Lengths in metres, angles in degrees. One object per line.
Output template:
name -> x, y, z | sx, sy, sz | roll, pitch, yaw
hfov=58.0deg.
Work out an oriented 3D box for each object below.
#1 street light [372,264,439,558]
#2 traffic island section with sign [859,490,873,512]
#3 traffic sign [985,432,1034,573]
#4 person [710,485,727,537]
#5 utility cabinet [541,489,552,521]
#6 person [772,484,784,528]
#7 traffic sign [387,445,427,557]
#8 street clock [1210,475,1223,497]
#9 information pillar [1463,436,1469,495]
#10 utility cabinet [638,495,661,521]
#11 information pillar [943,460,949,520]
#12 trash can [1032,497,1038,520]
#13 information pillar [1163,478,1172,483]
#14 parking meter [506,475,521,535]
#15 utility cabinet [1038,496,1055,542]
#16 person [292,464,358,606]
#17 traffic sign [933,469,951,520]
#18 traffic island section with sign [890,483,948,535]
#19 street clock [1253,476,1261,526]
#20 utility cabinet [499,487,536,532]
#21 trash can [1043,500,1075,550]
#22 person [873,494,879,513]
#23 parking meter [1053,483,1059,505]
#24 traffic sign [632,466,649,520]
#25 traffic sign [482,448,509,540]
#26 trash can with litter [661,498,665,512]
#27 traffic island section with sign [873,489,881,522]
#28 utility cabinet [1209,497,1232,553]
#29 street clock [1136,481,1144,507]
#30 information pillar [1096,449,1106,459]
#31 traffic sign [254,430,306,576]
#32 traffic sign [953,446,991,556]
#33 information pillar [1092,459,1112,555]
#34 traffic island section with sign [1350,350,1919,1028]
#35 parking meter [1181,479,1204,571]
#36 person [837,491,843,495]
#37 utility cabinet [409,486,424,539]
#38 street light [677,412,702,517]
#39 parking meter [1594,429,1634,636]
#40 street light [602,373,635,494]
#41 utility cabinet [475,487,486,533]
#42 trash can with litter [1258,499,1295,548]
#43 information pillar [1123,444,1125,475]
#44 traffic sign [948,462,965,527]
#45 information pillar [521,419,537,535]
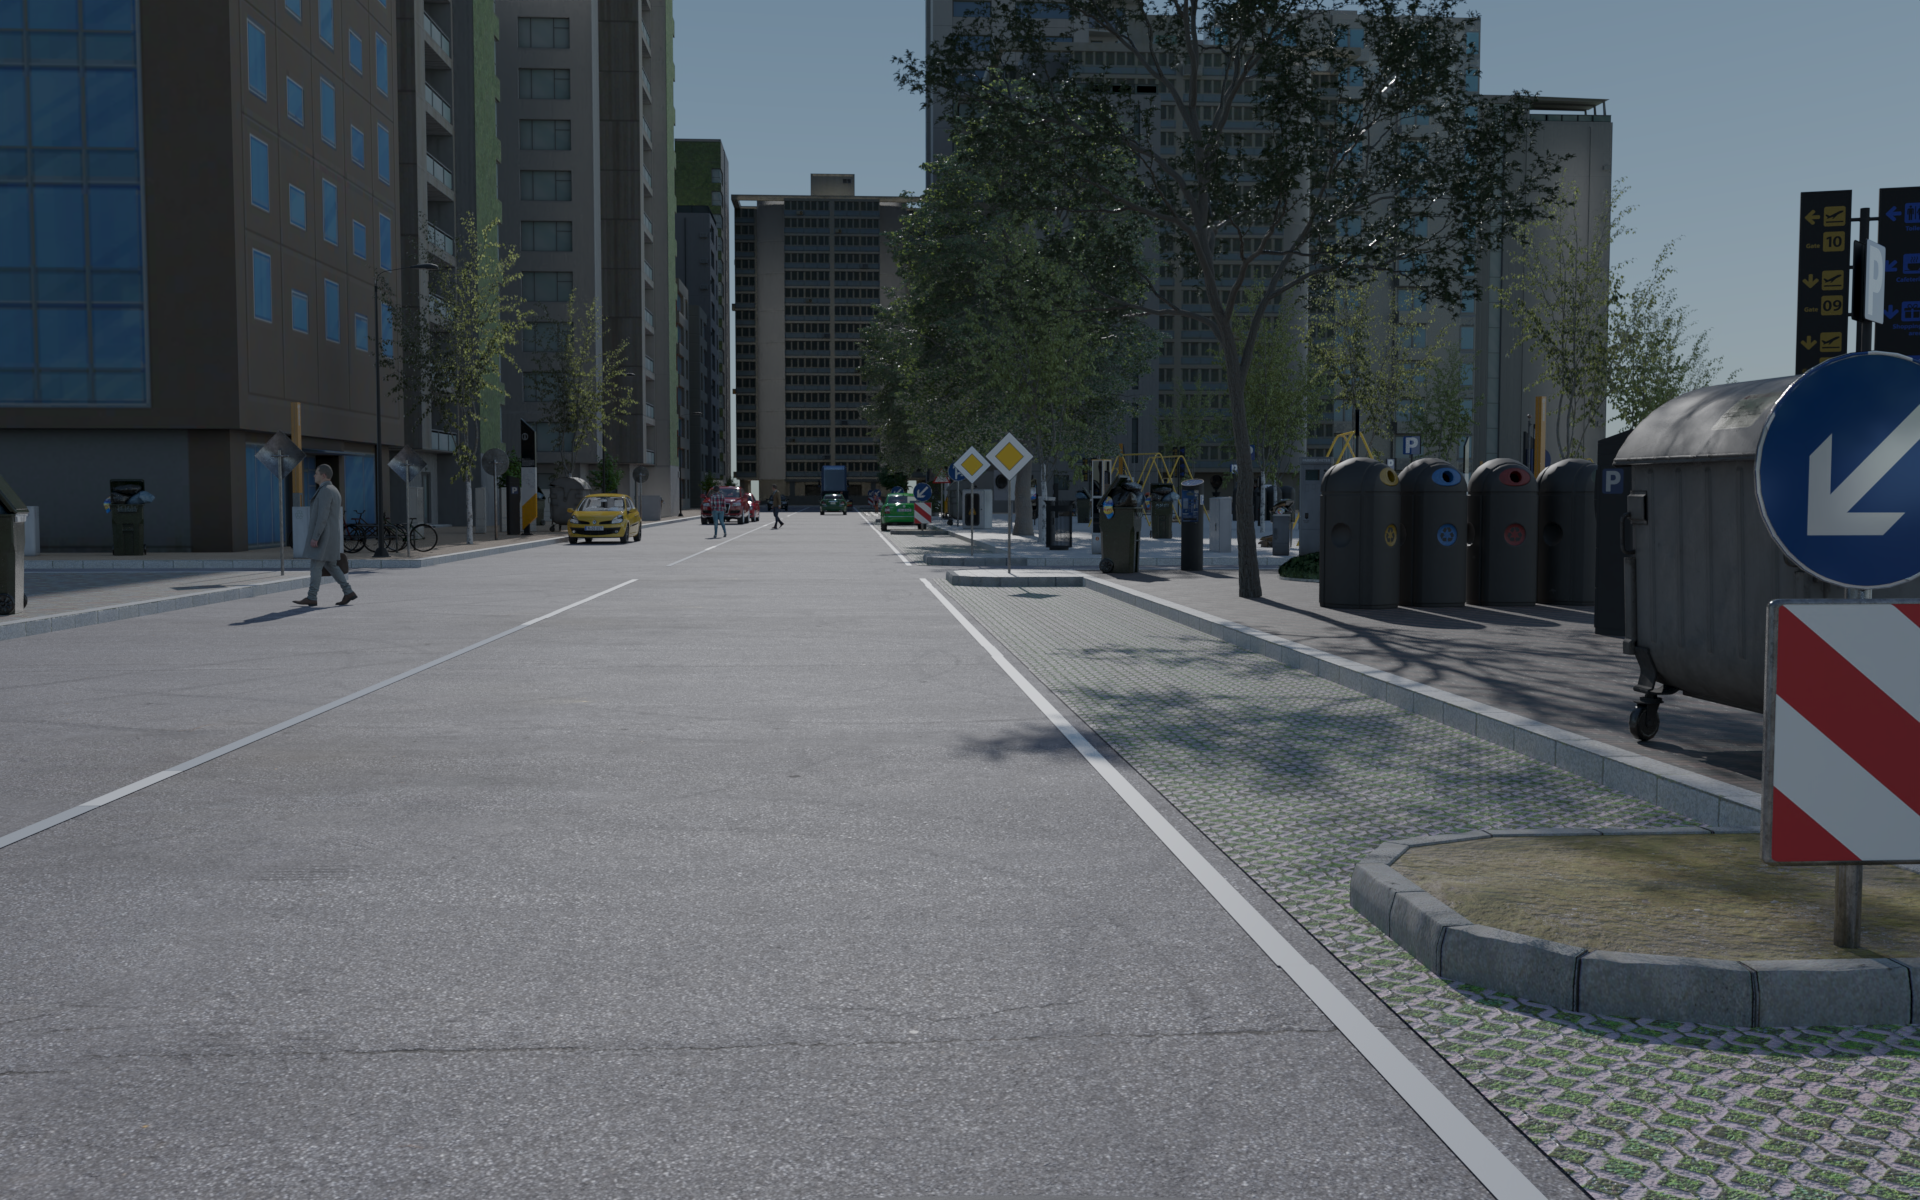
street light -> -11.207, -3.821, 35.019 | 1.470, 5.913, 1.316 | 0, 4, -4
traffic island section with sign -> -8.561, -9.540, 164.607 | 1.989, 1.847, 2.006 | 0, 4, -4
traffic sign -> 0.795, -1.490, 27.998 | 0.795, 2.450, 0.064 | 0, 4, -4
person -> -8.076, -2.964, 57.798 | 0.563, 1.720, 0.643 | -2, 4, -27
utility cabinet -> -19.346, -4.399, 80.604 | 1.173, 1.500, 0.318 | -1, 4, -16
person -> -7.705, -3.936, 72.768 | 0.656, 1.842, 0.836 | 2, 4, 34
traffic sign -> -11.221, -1.930, 35.200 | 0.795, 2.450, 0.064 | 0, 4, -4
street clock -> 9.653, -3.713, 65.280 | 0.471, 2.002, 0.358 | 0, 4, 7
information pillar -> 20.457, -4.813, 70.052 | 0.183, 3.616, 0.504 | 2, 4, 34
utility cabinet -> -14.975, -4.429, 83.574 | 1.020, 1.237, 0.306 | 0, 4, -3
information pillar -> -0.656, -5.814, 86.420 | 0.183, 3.616, 0.504 | -1, 4, -20
trash can -> 3.645, -4.634, 87.422 | 0.748, 1.137, 0.748 | 0, 3, 0
information pillar -> 9.540, -4.595, 79.616 | 0.304, 2.012, 0.304 | -3, 5, -43
parking meter -> -13.991, -2.970, 54.275 | 0.399, 1.863, 0.255 | -3, 4, -37
utility cabinet -> 2.330, -2.151, 46.323 | 0.306, 1.237, 1.020 | 1, 4, 13
person -> -8.176, -0.835, 22.252 | 0.767, 1.812, 0.694 | 0, 4, -6
traffic sign -> -0.899, -5.188, 84.829 | 0.884, 2.594, 0.081 | 0, 4, 1
traffic island section with sign -> -1.466, -3.216, 61.204 | 1.989, 1.847, 2.006 | 0, 4, -4
street clock -> 12.001, -3.951, 69.168 | 0.358, 2.002, 0.471 | 0, 4, -2
utility cabinet -> -14.950, -3.049, 58.537 | 1.173, 1.500, 0.318 | -2, 4, -30
trash can -> 2.268, -1.713, 39.655 | 0.748, 1.137, 0.748 | 0, 3, 0
person -> -6.279, -7.222, 129.808 | 0.421, 1.427, 0.697 | 1, 4, 12
parking meter -> 5.148, -5.353, 93.239 | 0.255, 1.863, 0.399 | -1, 4, -8
traffic sign -> -14.612, -4.843, 79.282 | 0.768, 2.556, 0.104 | 0, 4, -1
traffic sign -> -12.920, -2.939, 48.158 | 0.768, 2.556, 0.104 | 0, 4, 1
trash can with litter -> -15.021, -4.547, 85.732 | 0.624, 1.170, 1.055 | 0, 4, 2
traffic island section with sign -> -3.305, -4.860, 88.096 | 1.989, 1.847, 2.006 | 0, 4, -4
utility cabinet -> 5.770, -1.668, 38.430 | 0.306, 1.237, 1.020 | 0, 4, -4
street clock -> 9.821, -5.504, 94.563 | 0.358, 2.002, 0.471 | -2, 4, -31
information pillar -> 6.840, -5.674, 84.122 | 0.504, 3.616, 0.183 | -1, 4, -12
traffic sign -> -10.674, -1.443, 27.233 | 0.795, 2.450, 0.064 | 0, 4, -4
traffic sign -> 0.247, -1.977, 35.964 | 0.795, 2.450, 0.064 | 0, 4, -4
information pillar -> 3.007, -1.977, 36.822 | 0.304, 2.012, 0.304 | 3, 5, 40
traffic island section with sign -> 2.369, 0.186, 5.580 | 1.989, 1.847, 2.006 | 0, 4, -4
parking meter -> 3.901, -1.265, 29.089 | 0.372, 1.533, 0.369 | 0, 3, 0
person -> -9.884, -8.209, 143.527 | 0.445, 1.727, 0.742 | 1, 4, 17
utility cabinet -> -15.391, -2.465, 48.975 | 0.318, 1.500, 1.173 | -1, 4, -9
street light -> -15.359, -7.701, 98.455 | 1.470, 5.913, 1.316 | 0, 4, -4
parking meter -> 5.998, -0.614, 15.754 | 0.255, 1.863, 0.399 | -2, 4, -31
street light -> -13.185, -5.759, 66.704 | 1.470, 5.913, 1.316 | 0, 4, -4
utility cabinet -> -15.665, -2.929, 56.571 | 0.318, 1.500, 1.173 | -1, 4, -13
trash can with litter -> 7.525, -1.837, 41.427 | 0.624, 1.170, 1.055 | -2, 4, -30
information pillar -> 7.597, -5.460, 80.631 | 0.183, 3.616, 0.504 | 0, 4, -3
traffic sign -> -0.082, -4.146, 67.895 | 0.768, 2.556, 0.104 | 0, 4, 5
information pillar -> -13.371, -3.812, 53.682 | 0.504, 3.616, 0.183 | 1, 4, 12
